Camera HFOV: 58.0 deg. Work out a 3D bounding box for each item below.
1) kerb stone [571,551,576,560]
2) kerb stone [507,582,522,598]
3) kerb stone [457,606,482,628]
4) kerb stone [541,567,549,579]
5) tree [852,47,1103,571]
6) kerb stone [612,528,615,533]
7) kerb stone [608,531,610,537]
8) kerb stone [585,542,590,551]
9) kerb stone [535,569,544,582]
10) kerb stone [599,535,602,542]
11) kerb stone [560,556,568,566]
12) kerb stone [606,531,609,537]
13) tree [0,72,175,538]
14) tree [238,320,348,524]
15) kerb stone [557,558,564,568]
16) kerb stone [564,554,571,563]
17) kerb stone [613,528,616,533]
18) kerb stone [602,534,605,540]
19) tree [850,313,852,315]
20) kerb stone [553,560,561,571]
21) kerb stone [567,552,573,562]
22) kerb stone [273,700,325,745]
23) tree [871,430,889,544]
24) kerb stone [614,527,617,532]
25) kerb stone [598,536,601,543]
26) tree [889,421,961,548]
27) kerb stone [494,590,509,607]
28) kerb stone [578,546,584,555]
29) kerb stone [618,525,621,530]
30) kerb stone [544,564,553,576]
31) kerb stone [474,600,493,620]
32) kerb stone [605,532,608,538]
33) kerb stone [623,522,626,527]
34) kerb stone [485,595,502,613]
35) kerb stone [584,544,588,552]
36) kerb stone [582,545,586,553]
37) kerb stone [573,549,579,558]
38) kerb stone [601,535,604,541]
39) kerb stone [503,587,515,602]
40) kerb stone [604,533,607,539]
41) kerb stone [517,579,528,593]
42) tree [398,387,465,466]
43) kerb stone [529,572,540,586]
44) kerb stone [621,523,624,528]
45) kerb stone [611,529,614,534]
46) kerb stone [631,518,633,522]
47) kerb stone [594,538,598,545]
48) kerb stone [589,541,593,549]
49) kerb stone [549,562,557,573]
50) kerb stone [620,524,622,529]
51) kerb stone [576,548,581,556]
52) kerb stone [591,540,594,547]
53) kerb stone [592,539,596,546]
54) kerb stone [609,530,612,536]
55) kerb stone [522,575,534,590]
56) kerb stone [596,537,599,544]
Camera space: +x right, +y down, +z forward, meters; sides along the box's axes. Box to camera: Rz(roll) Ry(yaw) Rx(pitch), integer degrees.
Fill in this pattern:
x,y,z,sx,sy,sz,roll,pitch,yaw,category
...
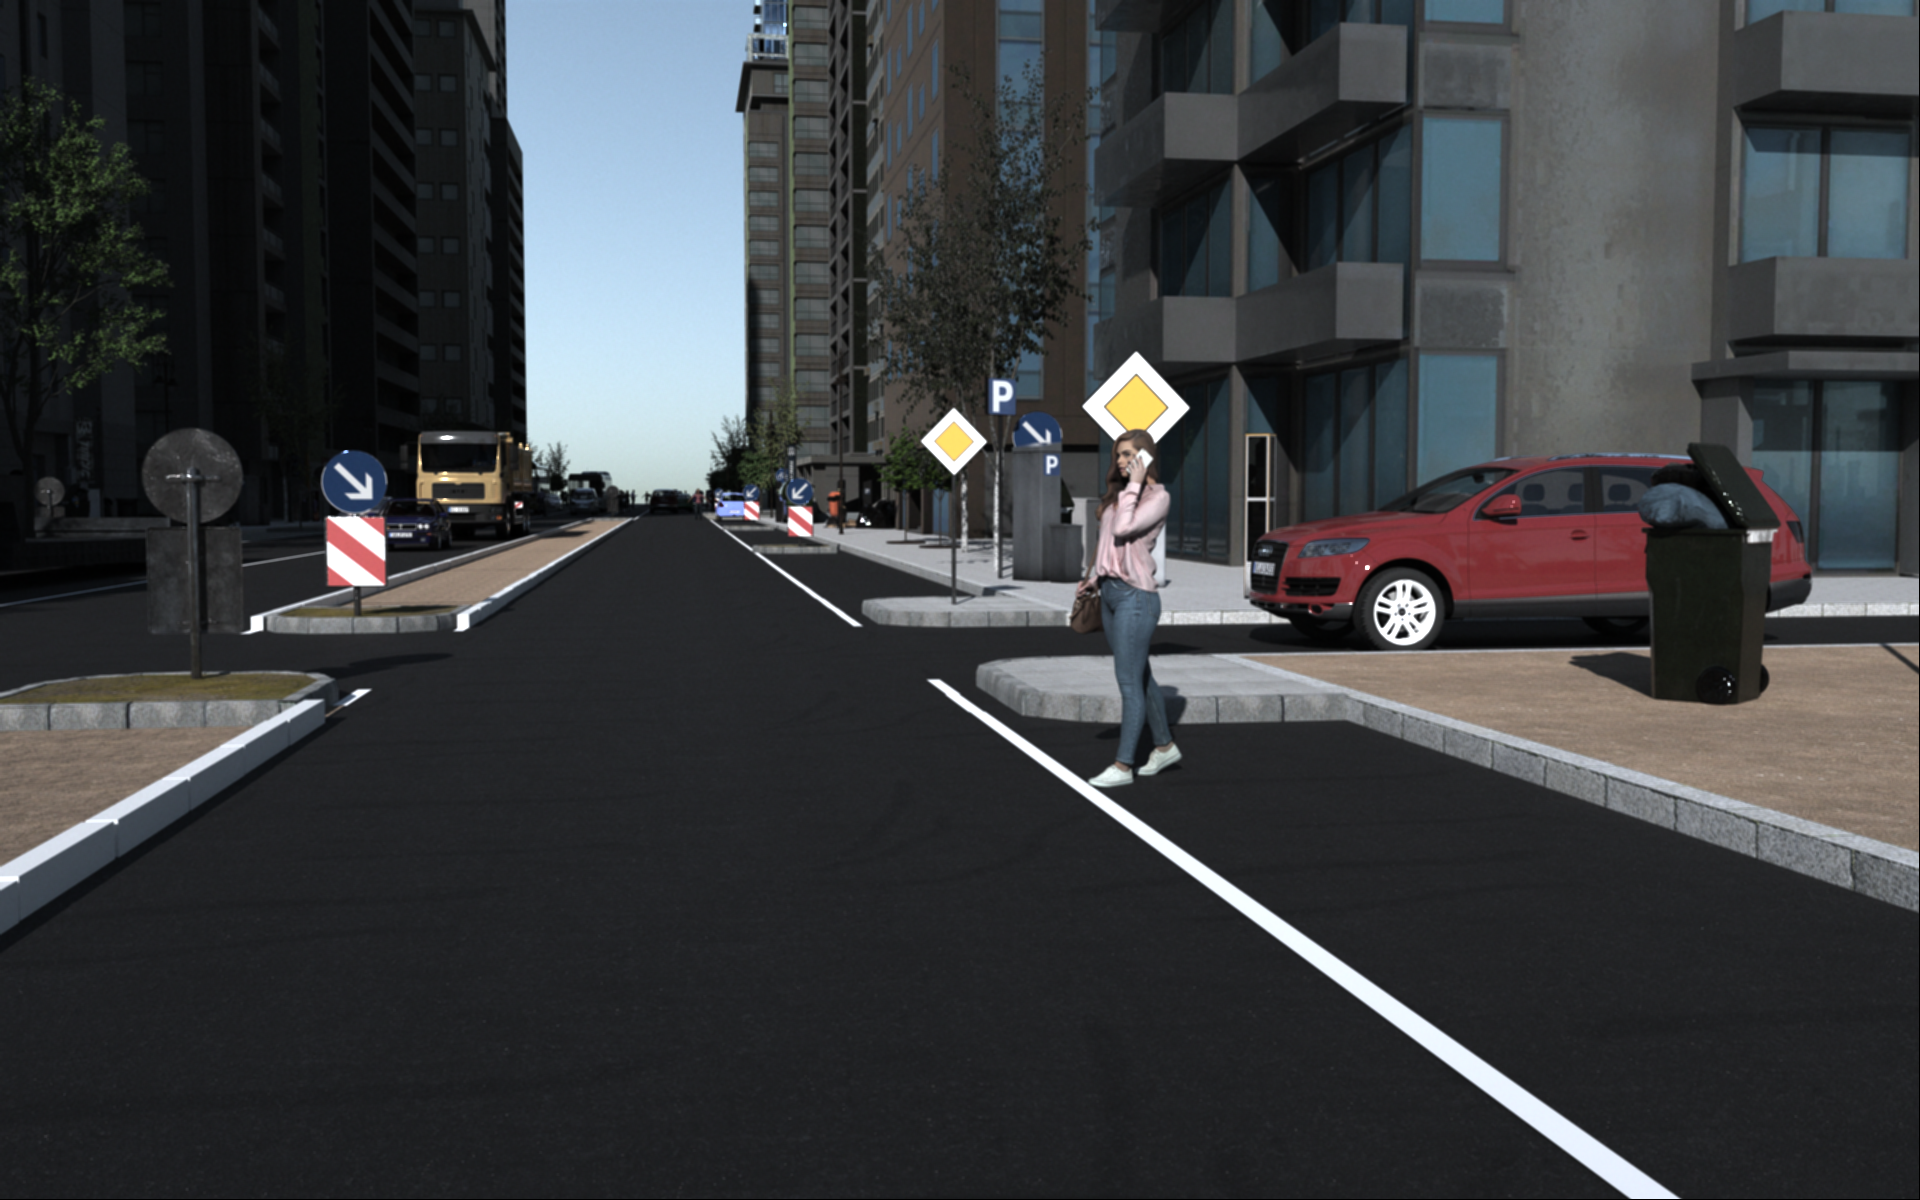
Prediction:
x,y,z,sx,sy,sz,roll,pitch,yaw,category
-8.375,-0.915,37.156,0.120,0.150,1.000,-1,4,-9,kerb stone
-6.220,-0.112,24.038,0.120,0.150,1.000,-1,4,-9,kerb stone
-5.387,0.201,18.988,0.120,0.150,1.000,-1,4,-9,kerb stone
-7.045,-0.419,29.083,0.120,0.150,1.000,-1,4,-9,kerb stone
0.566,-4.814,29.076,4.360,8.622,3.978,0,3,0,tree
-12.215,-2.338,60.434,0.120,0.150,1.000,-1,4,-9,kerb stone
-11.541,-2.090,56.374,0.120,0.150,1.000,-1,4,-9,kerb stone
-9.379,-1.286,43.223,0.120,0.150,1.000,-1,4,-9,kerb stone
-6.884,-0.359,28.073,0.120,0.150,1.000,-1,4,-9,kerb stone
-10.547,-1.714,50.316,0.120,0.150,1.000,-1,4,-9,kerb stone
-7.877,-0.730,34.127,0.120,0.150,1.000,-1,4,-9,kerb stone
-11.372,-2.027,55.367,0.120,0.150,1.000,-1,4,-9,kerb stone
-23.970,-7.232,43.998,9.928,11.665,9.643,0,3,0,tree
-28.531,-7.537,73.595,4.737,8.622,4.395,0,3,0,tree
-7.717,-0.668,33.117,0.120,0.150,1.000,-1,4,-9,kerb stone
-8.044,-0.792,35.137,0.120,0.150,1.000,-1,4,-9,kerb stone
-12.379,-2.401,61.446,0.120,0.150,1.000,-1,4,-9,kerb stone
-10.876,-1.844,52.341,0.120,0.150,1.000,-1,4,-9,kerb stone
-0.132,-5.342,37.697,4.360,8.622,3.978,0,3,0,tree
-7.547,-0.606,32.110,0.120,0.150,1.000,-1,4,-9,kerb stone
-8.214,-0.853,36.145,0.120,0.150,1.000,-1,4,-9,kerb stone
-3.954,0.728,10.341,0.120,0.150,1.000,-1,4,-9,kerb stone
-1.526,-3.073,44.847,1.663,3.219,1.824,0,3,0,tree
-12.545,-2.462,62.455,0.120,0.150,1.000,-1,4,-9,kerb stone
-10.375,-1.657,49.308,0.120,0.150,1.000,-1,4,-9,kerb stone
-0.404,-2.865,41.447,1.663,3.219,1.824,0,3,0,tree
-5.876,0.011,22.019,0.120,0.150,1.000,-1,4,-9,kerb stone
-8.878,-1.101,40.198,0.120,0.150,1.000,-1,4,-9,kerb stone
-13.210,-2.707,66.505,0.120,0.150,1.000,-1,4,-9,kerb stone
-7.209,-0.482,30.094,0.120,0.150,1.000,-1,4,-9,kerb stone
-5.544,0.134,20.002,0.120,0.150,1.000,-1,4,-9,kerb stone
-11.221,-1.967,54.355,0.120,0.150,1.000,-1,4,-9,kerb stone
-14.393,-3.143,73.589,0.120,0.150,1.000,-1,4,-9,kerb stone
-5.704,0.072,21.012,0.120,0.150,1.000,-1,4,-9,kerb stone
-9.210,-1.222,42.215,0.120,0.150,1.000,-1,4,-9,kerb stone
-9.046,-1.160,41.206,0.120,0.150,1.000,-1,4,-9,kerb stone
-8.546,-0.977,38.169,0.120,0.150,1.000,-1,4,-9,kerb stone
-10.715,-1.782,51.331,0.120,0.150,1.000,-1,4,-9,kerb stone
-6.053,-0.044,23.030,0.120,0.150,1.000,-1,4,-9,kerb stone
-11.044,-1.901,53.349,0.120,0.150,1.000,-1,4,-9,kerb stone
-6.385,-0.174,25.046,0.120,0.150,1.000,-1,4,-9,kerb stone
-36.185,-10.296,118.699,4.360,8.622,3.978,0,3,0,tree
-6.705,-0.295,27.067,0.120,0.150,1.000,-1,4,-9,kerb stone
-13.887,-2.958,70.559,0.120,0.150,1.000,-1,4,-9,kerb stone
-12.046,-2.276,59.425,0.120,0.150,1.000,-1,4,-9,kerb stone
-16.217,-3.819,84.726,0.120,0.150,1.000,-1,4,-9,kerb stone
-10.044,-1.534,47.280,0.120,0.150,1.000,-1,4,-9,kerb stone
-9.537,-1.348,44.239,0.120,0.150,1.000,-1,4,-9,kerb stone
-7.380,-0.538,31.102,0.120,0.150,1.000,-1,4,-9,kerb stone
-13.548,-2.834,68.532,0.120,0.150,1.000,-1,4,-9,kerb stone
-8.711,-1.039,39.186,0.120,0.150,1.000,-1,4,-9,kerb stone
-9.714,-1.410,45.253,0.120,0.150,1.000,-1,4,-9,kerb stone
-9.880,-1.471,46.270,0.120,0.150,1.000,-1,4,-9,kerb stone
-11.709,-2.153,57.391,0.120,0.150,1.000,-1,4,-9,kerb stone
-6.545,-0.236,26.056,0.120,0.150,1.000,-1,4,-9,kerb stone
-10.211,-1.595,48.288,0.120,0.150,1.000,-1,4,-9,kerb stone
